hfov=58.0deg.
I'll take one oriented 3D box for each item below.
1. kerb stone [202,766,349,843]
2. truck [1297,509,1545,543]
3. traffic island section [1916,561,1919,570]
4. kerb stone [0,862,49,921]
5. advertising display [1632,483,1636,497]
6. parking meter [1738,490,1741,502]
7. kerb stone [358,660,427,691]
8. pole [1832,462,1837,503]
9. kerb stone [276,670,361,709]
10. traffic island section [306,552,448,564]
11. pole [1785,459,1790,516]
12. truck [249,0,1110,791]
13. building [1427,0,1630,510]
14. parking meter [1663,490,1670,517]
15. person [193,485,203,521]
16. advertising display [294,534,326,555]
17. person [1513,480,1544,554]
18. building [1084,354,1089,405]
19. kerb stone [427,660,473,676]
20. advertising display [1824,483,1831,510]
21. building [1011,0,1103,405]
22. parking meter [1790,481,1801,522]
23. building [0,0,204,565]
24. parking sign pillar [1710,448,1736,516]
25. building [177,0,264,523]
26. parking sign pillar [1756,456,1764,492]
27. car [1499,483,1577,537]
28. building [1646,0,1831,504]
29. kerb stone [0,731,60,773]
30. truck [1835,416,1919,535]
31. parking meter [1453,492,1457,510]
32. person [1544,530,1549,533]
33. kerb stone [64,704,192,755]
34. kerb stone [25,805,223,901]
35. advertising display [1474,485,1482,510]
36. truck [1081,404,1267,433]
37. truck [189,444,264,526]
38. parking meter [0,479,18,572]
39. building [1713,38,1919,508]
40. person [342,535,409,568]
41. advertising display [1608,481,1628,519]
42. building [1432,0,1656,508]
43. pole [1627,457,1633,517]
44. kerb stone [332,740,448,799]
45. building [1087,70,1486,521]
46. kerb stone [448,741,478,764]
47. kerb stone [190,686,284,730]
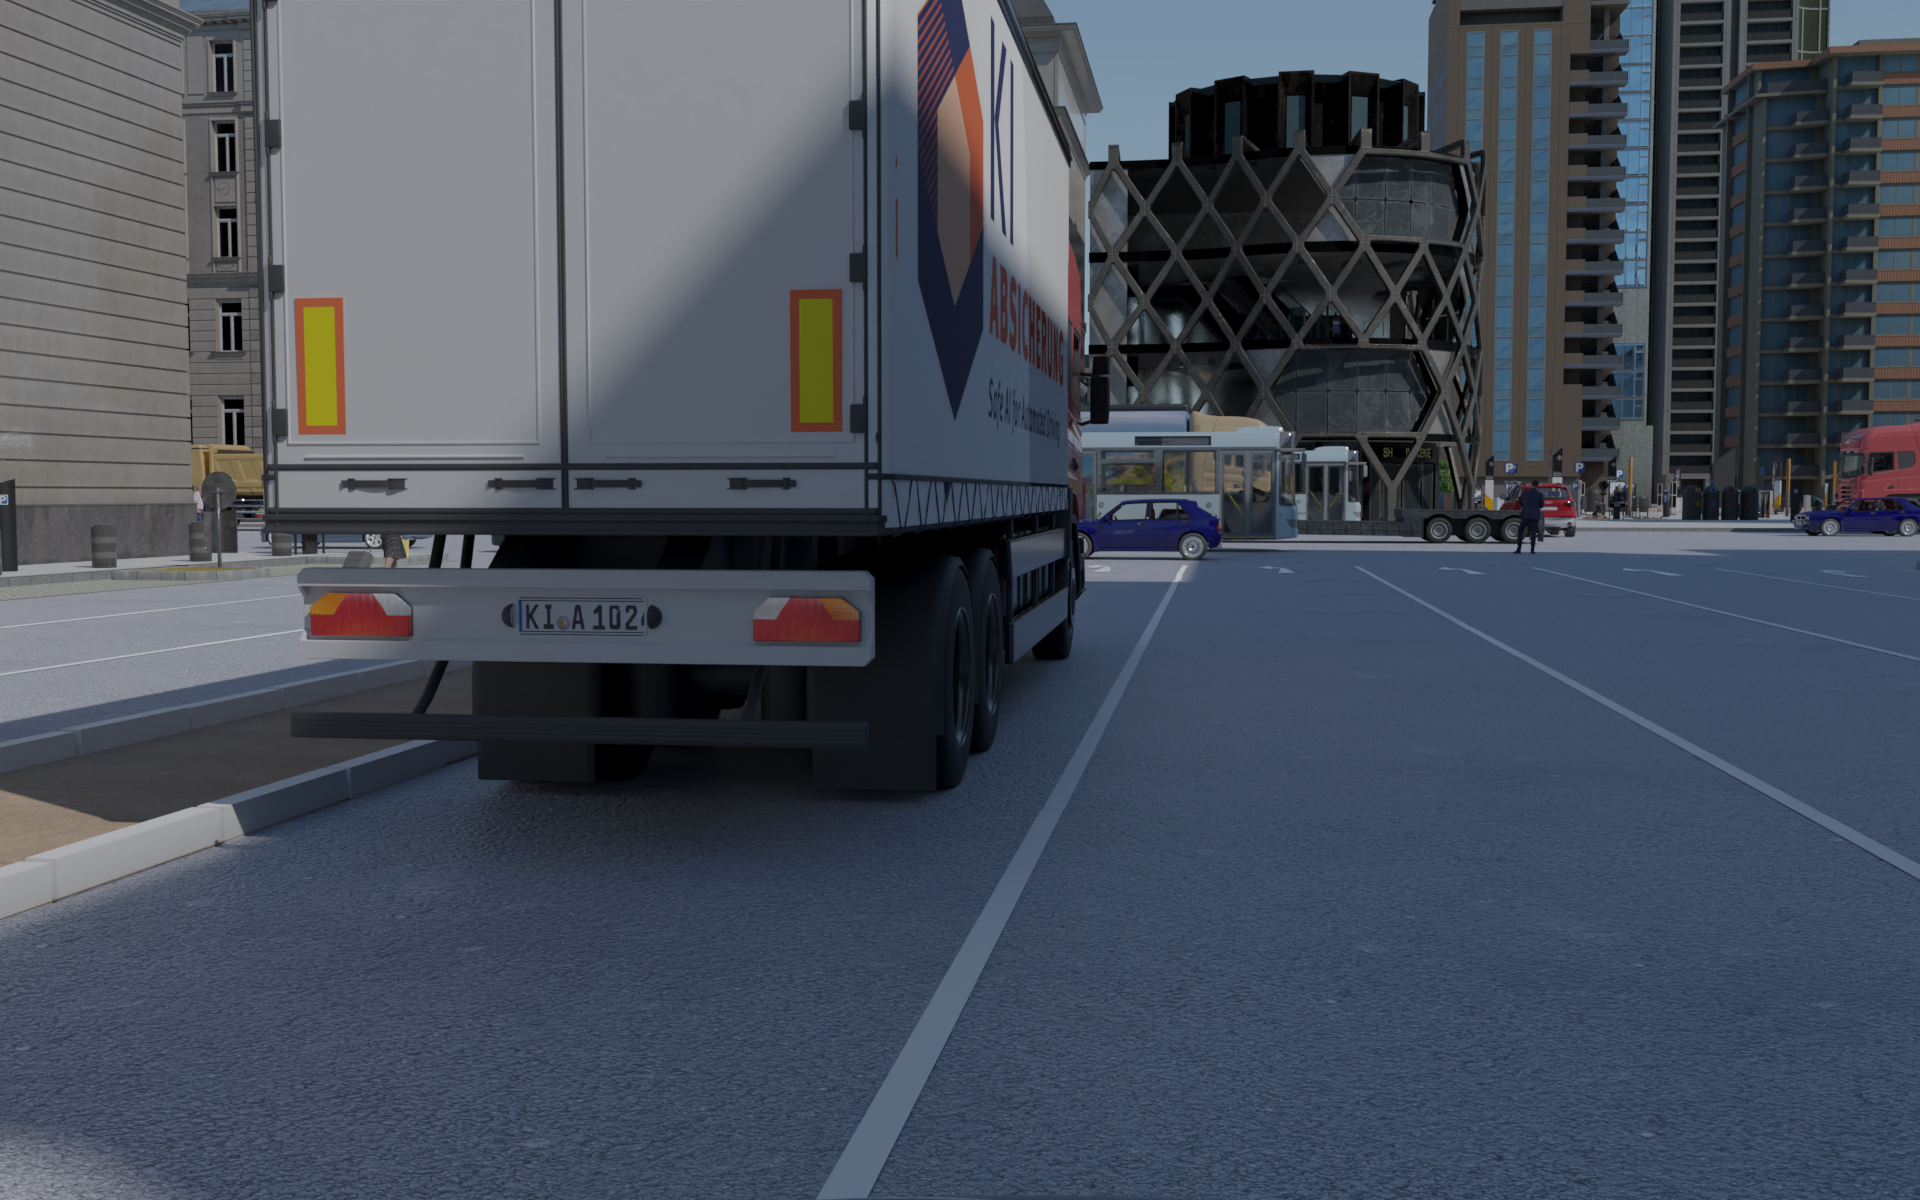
[{"bbox_3d":[-3.001,0.892,7.608,0.120,0.150,1.000,1,4,9],"label":"kerb stone"},{"bbox_3d":[7.591,-3.799,51.874,18.799,4.110,2.967,1,4,8],"label":"truck"},{"bbox_3d":[19.023,-0.588,31.896,2.009,0.180,2.903,1,4,9],"label":"traffic island section"},{"bbox_3d":[-3.312,1.023,5.576,0.120,0.150,1.000,1,4,9],"label":"kerb stone"},{"bbox_3d":[39.811,-5.989,103.127,0.123,1.923,0.974,-2,4,-30],"label":"advertising display"},{"bbox_3d":[43.472,-5.409,96.845,0.372,1.533,0.369,0,3,0],"label":"parking meter"},{"bbox_3d":[-4.310,0.566,13.008,0.120,0.150,1.000,1,4,9],"label":"kerb stone"},{"bbox_3d":[55.212,-7.065,109.352,0.158,3.312,0.155,0,3,0],"label":"pole"},{"bbox_3d":[-4.463,0.625,11.978,0.120,0.150,1.000,1,4,9],"label":"kerb stone"},{"bbox_3d":[-12.161,-0.877,36.622,2.009,0.180,2.903,1,4,9],"label":"traffic island section"},{"bbox_3d":[47.522,-6.457,99.419,0.158,3.312,0.155,0,3,0],"label":"pole"},{"bbox_3d":[-0.657,-1.401,11.828,2.839,4.237,11.283,1,4,8],"label":"truck"},{"bbox_3d":[47.301,-30.375,146.749,14.600,45.320,14.200,1,4,9],"label":"building"},{"bbox_3d":[39.139,-5.353,95.938,0.372,1.533,0.369,0,3,0],"label":"parking meter"},{"bbox_3d":[-22.855,-2.608,52.083,0.436,1.711,0.756,-1,4,-13],"label":"person"},{"bbox_3d":[-13.867,-1.937,36.889,0.123,1.923,0.974,1,4,21],"label":"advertising display"},{"bbox_3d":[13.665,-1.998,41.615,0.683,1.767,0.568,1,4,14],"label":"person"},{"bbox_3d":[13.808,-24.492,245.488,28.899,21.520,27.650,1,4,9],"label":"building"},{"bbox_3d":[-4.149,0.504,14.024,0.120,0.150,1.000,1,4,9],"label":"kerb stone"},{"bbox_3d":[50.059,-5.796,99.978,0.123,1.923,0.974,1,4,16],"label":"advertising display"},{"bbox_3d":[-8.844,-15.222,82.158,30.059,22.955,16.112,1,4,9],"label":"building"},{"bbox_3d":[38.590,-4.543,79.984,0.399,1.863,0.255,1,4,16],"label":"parking meter"},{"bbox_3d":[-28.901,-14.355,31.963,25.104,27.353,12.463,1,4,9],"label":"building"},{"bbox_3d":[44.185,-6.846,100.412,1.447,3.967,1.447,0,4,-5],"label":"parking sign pillar"},{"bbox_3d":[-36.984,-17.517,83.661,25.104,27.353,12.463,1,4,9],"label":"building"},{"bbox_3d":[56.915,-8.245,123.279,1.447,3.967,1.447,1,4,22],"label":"parking sign pillar"},{"bbox_3d":[19.755,-3.099,59.335,2.281,1.827,5.304,1,4,10],"label":"car"},{"bbox_3d":[101.356,-48.196,226.257,20.611,71.187,20.563,1,4,9],"label":"building"},{"bbox_3d":[-4.937,0.820,8.918,0.120,0.150,1.000,1,4,9],"label":"kerb stone"},{"bbox_3d":[36.654,-4.433,61.385,11.283,4.237,2.839,1,4,8],"label":"truck"},{"bbox_3d":[35.092,-6.975,122.457,0.372,1.533,0.369,0,3,0],"label":"parking meter"},{"bbox_3d":[21.655,-3.220,63.846,0.600,1.496,0.574,-2,4,-26],"label":"person"},{"bbox_3d":[-4.771,0.750,9.937,0.120,0.150,1.000,1,4,9],"label":"kerb stone"},{"bbox_3d":[-3.160,0.954,6.593,0.120,0.150,1.000,1,4,9],"label":"kerb stone"},{"bbox_3d":[36.552,-7.200,122.929,0.974,1.923,0.123,-1,4,-13],"label":"advertising display"},{"bbox_3d":[5.017,-4.061,55.311,11.283,4.237,2.839,1,4,10],"label":"truck"},{"bbox_3d":[-27.484,-4.402,67.890,9.791,3.379,3.469,1,4,10],"label":"truck"},{"bbox_3d":[-15.841,-1.241,28.694,0.372,1.533,0.369,0,3,0],"label":"parking meter"},{"bbox_3d":[90.513,-31.493,169.532,28.867,44.769,22.147,1,4,9],"label":"building"},{"bbox_3d":[-9.069,-1.110,26.866,0.699,1.804,1.509,2,4,27],"label":"person"},{"bbox_3d":[33.278,-5.049,87.760,0.974,1.923,0.123,-1,4,-17],"label":"advertising display"},{"bbox_3d":[54.418,-52.289,167.598,22.319,86.520,31.000,1,4,9],"label":"building"},{"bbox_3d":[36.981,-6.222,95.578,0.158,3.312,0.155,0,3,0],"label":"pole"},{"bbox_3d":[-2.842,0.830,8.624,0.120,0.150,1.000,1,4,9],"label":"kerb stone"},{"bbox_3d":[14.657,-12.880,78.034,16.811,18.784,16.820,1,4,9],"label":"building"},{"bbox_3d":[-2.701,0.768,9.641,0.120,0.150,1.000,1,4,9],"label":"kerb stone"},{"bbox_3d":[-4.618,0.692,10.960,0.120,0.150,1.000,1,4,9],"label":"kerb stone"}]
